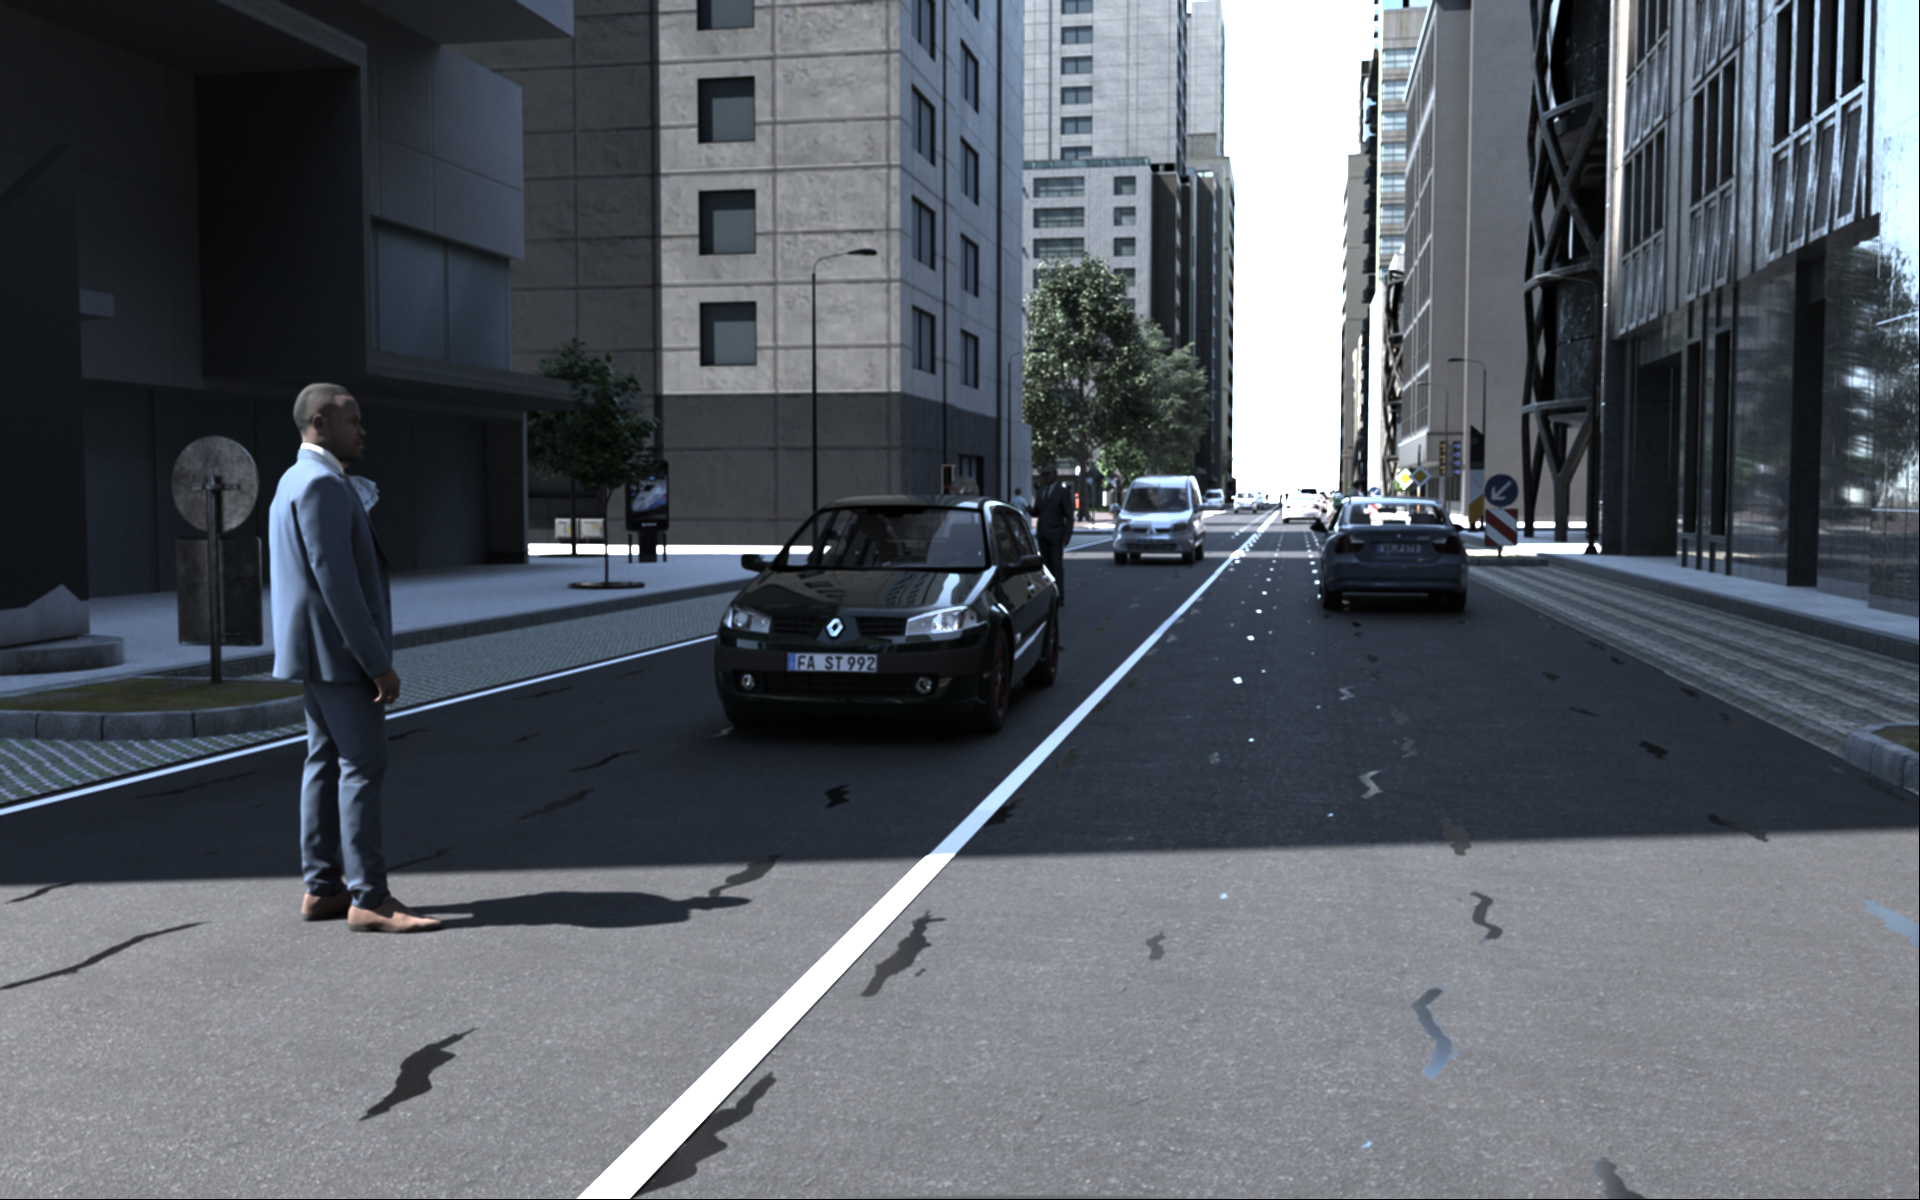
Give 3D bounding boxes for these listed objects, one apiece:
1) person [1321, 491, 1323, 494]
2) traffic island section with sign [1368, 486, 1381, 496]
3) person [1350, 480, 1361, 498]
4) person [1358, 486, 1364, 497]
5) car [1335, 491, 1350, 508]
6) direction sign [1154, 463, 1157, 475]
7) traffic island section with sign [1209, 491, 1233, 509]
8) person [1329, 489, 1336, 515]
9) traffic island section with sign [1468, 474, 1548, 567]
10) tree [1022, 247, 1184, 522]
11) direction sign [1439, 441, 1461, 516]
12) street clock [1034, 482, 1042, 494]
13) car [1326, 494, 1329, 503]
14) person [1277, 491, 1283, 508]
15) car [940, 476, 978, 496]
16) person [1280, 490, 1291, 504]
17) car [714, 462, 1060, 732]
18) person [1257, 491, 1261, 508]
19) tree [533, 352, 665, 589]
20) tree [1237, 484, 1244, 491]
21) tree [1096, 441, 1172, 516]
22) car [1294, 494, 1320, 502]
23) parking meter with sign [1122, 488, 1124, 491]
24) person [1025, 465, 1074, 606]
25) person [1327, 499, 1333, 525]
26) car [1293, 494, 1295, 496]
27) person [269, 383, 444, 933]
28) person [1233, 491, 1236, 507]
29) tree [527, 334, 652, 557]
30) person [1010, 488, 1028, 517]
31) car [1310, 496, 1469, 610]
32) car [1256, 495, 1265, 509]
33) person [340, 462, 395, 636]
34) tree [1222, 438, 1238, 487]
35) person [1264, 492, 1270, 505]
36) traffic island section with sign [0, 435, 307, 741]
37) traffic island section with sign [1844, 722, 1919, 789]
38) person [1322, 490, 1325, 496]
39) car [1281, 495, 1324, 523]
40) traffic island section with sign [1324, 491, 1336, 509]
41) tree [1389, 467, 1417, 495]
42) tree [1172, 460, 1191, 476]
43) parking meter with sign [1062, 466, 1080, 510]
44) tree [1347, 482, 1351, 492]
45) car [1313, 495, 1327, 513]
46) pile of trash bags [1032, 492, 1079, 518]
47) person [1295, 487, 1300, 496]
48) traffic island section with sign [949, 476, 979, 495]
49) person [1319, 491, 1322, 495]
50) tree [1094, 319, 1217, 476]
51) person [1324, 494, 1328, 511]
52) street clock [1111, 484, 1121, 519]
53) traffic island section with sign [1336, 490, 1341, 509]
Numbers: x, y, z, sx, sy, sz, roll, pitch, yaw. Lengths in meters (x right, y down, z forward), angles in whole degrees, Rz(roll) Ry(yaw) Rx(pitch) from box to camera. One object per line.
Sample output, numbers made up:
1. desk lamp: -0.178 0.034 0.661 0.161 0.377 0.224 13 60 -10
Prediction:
1. person: 43.044 -12.068 206.345 0.617 1.759 0.750 3 4 37
2. traffic island section with sign: 21.376 -4.973 89.931 1.989 1.847 2.006 1 4 11
3. person: 11.719 -2.657 51.783 0.795 1.843 0.661 1 4 14
4. person: 15.723 -3.635 68.197 0.793 1.790 0.793 0 4 7
5. car: 34.223 -8.976 155.550 1.959 1.807 4.718 1 4 11
6. direction sign: 13.067 -7.580 115.928 0.379 3.537 0.876 1 4 16
7. traffic island section with sign: 24.925 -9.635 166.165 1.989 1.847 2.006 1 4 11
8. person: 25.472 -6.720 118.545 0.466 1.800 0.511 -1 4 -18
9. traffic island section with sign: 10.765 -1.620 35.119 1.989 1.847 2.006 1 4 11
10. tree: 5.671 -10.022 80.862 9.611 12.733 9.660 0 3 0
11. direction sign: 20.991 -5.030 74.242 0.876 3.537 0.379 0 4 7
12. street clock: 4.872 -6.342 108.255 0.471 2.002 0.358 3 4 39
13. car: 53.500 -14.993 254.914 2.009 1.686 4.222 1 4 11
14. person: 32.921 -10.343 178.411 0.742 1.727 0.445 2 4 25
15. car: -0.356 -0.573 19.162 2.009 1.686 4.222 1 4 13
16. person: 32.972 -10.167 174.758 1.348 1.821 0.705 1 4 22
17. car: -0.360 -0.122 11.787 2.009 1.686 4.222 1 4 10
18. person: 30.796 -10.377 178.879 0.721 1.743 1.217 -1 4 -19
19. tree: -4.788 -1.775 23.619 1.663 3.219 1.824 0 3 0
20. tree: 48.519 -18.712 300.537 1.663 3.219 1.824 0 3 0
21. tree: 9.710 -7.346 103.818 4.285 4.588 4.351 0 3 0
22. car: 22.965 -6.360 115.787 2.131 1.459 4.920 1 4 11
23. parking meter with sign: 13.093 -8.845 140.882 1.738 3.016 0.543 0 4 -6
24. person: 1.129 -0.830 22.240 0.661 1.801 0.590 3 4 39
25. person: 17.029 -4.030 79.402 0.382 1.210 0.505 -1 4 -12
26. car: 36.122 -10.723 184.113 1.959 1.807 4.718 1 4 10
27. person: -2.082 0.177 5.791 0.419 1.800 0.721 -3 5 -40
28. person: 30.388 -11.193 191.520 0.705 1.822 1.348 1 4 16
29. tree: -7.889 -3.176 35.647 4.285 4.588 4.351 0 3 0
30. person: 1.612 -2.321 48.255 0.589 1.601 0.330 1 4 10
31. car: 5.634 -0.659 22.784 2.014 1.417 4.499 1 4 11
32. car: 28.373 -9.453 166.924 2.083 1.381 4.827 1 4 10
33. person: -3.408 -0.048 9.385 0.616 1.811 0.778 -3 4 -38
34. tree: 32.963 -16.458 219.455 4.360 8.622 3.978 0 3 0
35. person: 40.467 -13.406 228.237 0.990 1.755 0.434 3 5 43
36. traffic island section with sign: -5.071 -0.143 10.966 1.989 1.847 2.006 1 4 11
37. traffic island section with sign: 5.647 -0.001 8.652 1.989 1.847 2.006 1 4 11
38. person: 33.835 -9.352 161.391 0.705 1.826 1.348 0 4 -5
39. car: 16.947 -4.487 85.725 2.083 1.381 4.827 1 4 12
40. traffic island section with sign: 41.128 -11.225 192.159 1.989 1.847 2.006 1 4 11
41. tree: 27.052 -6.791 105.638 1.663 3.219 1.824 0 3 0
42. tree: 16.705 -9.429 137.884 4.285 4.588 4.351 0 3 0
43. parking meter with sign: 6.771 -6.880 108.744 1.738 3.016 0.543 -2 4 -30
44. tree: 50.939 -14.008 223.631 1.663 3.219 1.824 0 3 0
45. car: 27.327 -7.414 133.582 2.083 1.381 4.827 1 4 9
46. pile of trash bags: 5.492 -5.141 93.800 1.912 1.369 3.447 -3 5 -45
47. person: 18.916 -5.387 96.679 0.767 1.812 0.694 0 4 -2
48. traffic island section with sign: 0.046 -1.762 37.433 1.989 1.847 2.006 1 4 11
49. person: 40.715 -11.430 196.054 0.621 1.740 0.551 2 4 35
50. tree: 13.970 -13.353 124.982 9.857 13.997 8.962 0 3 0
51. person: 31.857 -8.488 150.499 0.599 1.433 0.991 3 4 36
52. street clock: 7.921 -5.098 87.915 0.358 2.002 0.471 -2 4 -35
53. traffic island section with sign: 26.479 -6.592 116.401 1.989 1.847 2.006 1 4 11
